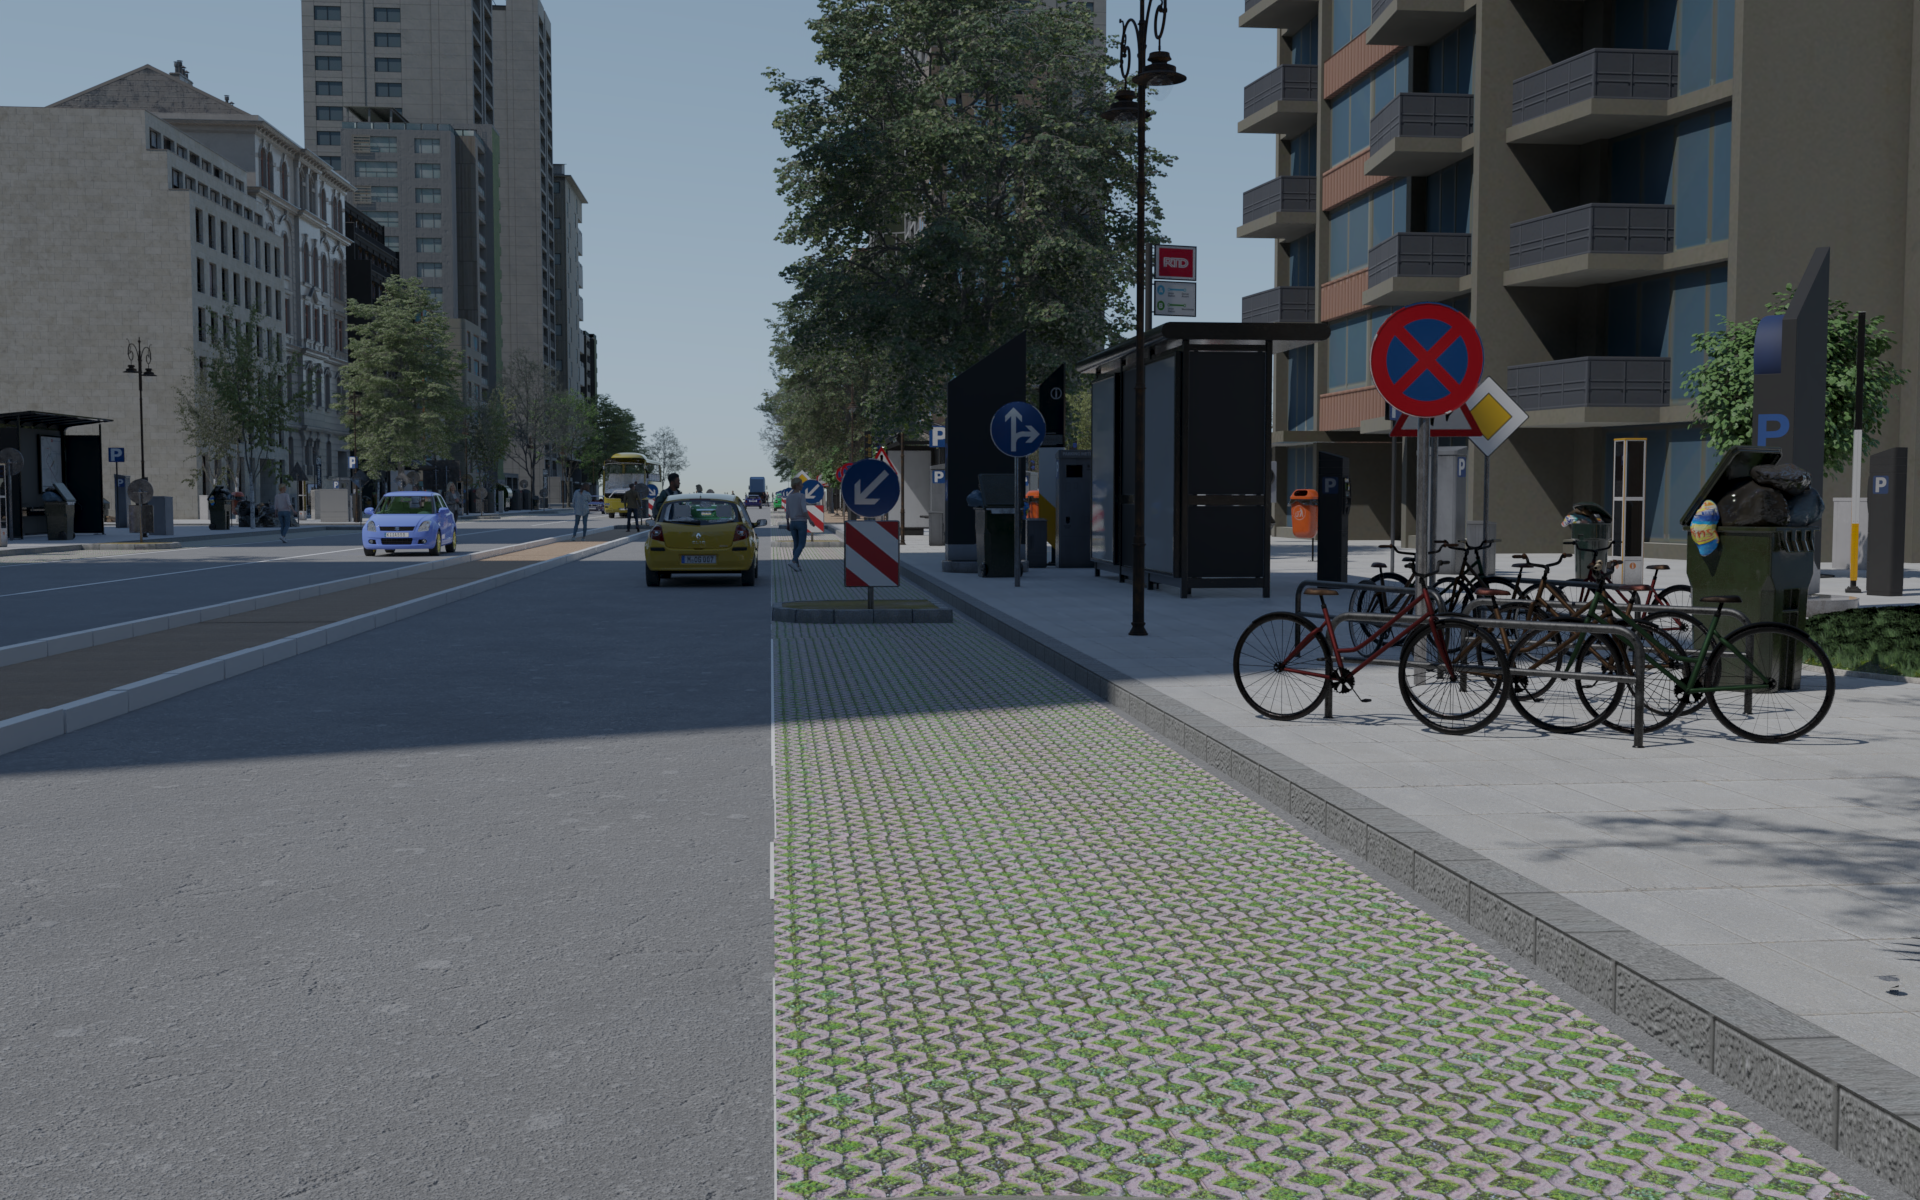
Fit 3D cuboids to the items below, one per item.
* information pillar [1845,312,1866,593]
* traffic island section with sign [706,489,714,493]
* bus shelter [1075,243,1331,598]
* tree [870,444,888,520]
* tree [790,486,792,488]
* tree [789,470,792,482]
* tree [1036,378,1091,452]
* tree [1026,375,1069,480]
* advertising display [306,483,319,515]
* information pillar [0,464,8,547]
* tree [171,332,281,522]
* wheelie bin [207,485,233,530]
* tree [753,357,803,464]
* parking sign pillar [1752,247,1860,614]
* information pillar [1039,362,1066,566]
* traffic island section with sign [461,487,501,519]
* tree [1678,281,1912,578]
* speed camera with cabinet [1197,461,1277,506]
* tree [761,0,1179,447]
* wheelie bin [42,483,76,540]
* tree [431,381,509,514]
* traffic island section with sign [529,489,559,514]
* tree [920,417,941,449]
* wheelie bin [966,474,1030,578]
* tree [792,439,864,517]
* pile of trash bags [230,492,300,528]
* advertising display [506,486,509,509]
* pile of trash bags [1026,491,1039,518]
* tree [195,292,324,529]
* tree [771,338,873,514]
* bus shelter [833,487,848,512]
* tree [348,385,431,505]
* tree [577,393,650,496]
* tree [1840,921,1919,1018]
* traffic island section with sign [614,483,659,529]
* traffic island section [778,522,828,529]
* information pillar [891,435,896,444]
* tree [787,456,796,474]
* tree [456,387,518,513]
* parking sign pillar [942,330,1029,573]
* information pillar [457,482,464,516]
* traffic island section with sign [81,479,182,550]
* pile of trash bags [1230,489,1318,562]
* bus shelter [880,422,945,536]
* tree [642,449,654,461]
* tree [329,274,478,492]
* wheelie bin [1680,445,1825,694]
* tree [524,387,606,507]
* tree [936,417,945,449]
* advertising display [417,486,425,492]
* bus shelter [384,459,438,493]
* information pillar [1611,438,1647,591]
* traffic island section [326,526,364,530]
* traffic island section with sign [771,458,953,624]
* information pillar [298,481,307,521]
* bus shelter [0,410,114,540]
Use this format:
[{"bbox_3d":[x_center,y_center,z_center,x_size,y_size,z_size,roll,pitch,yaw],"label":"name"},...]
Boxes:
[{"bbox_3d":[11.673,-1.907,22.532,0.183,3.616,0.504,2,4,26],"label":"information pillar"},{"bbox_3d":[-22.121,-8.873,153.203,2.006,1.907,1.989,0,4,-6],"label":"traffic island section with sign"},{"bbox_3d":[3.040,-2.924,25.433,2.179,5.291,8.768,0,4,-6],"label":"bus shelter"},{"bbox_3d":[-2.637,-3.899,58.347,1.663,3.219,1.824,0,3,0],"label":"tree"},{"bbox_3d":[-29.583,-19.046,306.004,1.663,3.219,1.824,0,3,0],"label":"tree"},{"bbox_3d":[-10.211,-9.134,133.059,4.285,4.588,4.351,0,3,0],"label":"tree"},{"bbox_3d":[7.260,-9.497,105.646,4.737,8.622,4.395,0,3,0],"label":"tree"},{"bbox_3d":[3.186,-8.582,90.672,4.360,8.622,3.978,0,3,0],"label":"tree"},{"bbox_3d":[-39.502,-6.144,105.662,0.123,1.923,0.974,1,4,20],"label":"advertising display"},{"bbox_3d":[-23.184,-2.275,41.688,0.304,2.012,0.304,0,4,1],"label":"information pillar"},{"bbox_3d":[-32.863,-7.803,77.934,4.360,8.622,3.978,0,3,0],"label":"tree"},{"bbox_3d":[-26.472,-3.308,62.000,0.693,1.594,0.980,0,4,0],"label":"wheelie bin"},{"bbox_3d":[-23.950,-23.510,240.275,12.611,20.169,13.585,0,3,0],"label":"tree"},{"bbox_3d":[8.899,-1.842,18.588,1.447,3.967,1.447,3,5,39],"label":"parking sign pillar"},{"bbox_3d":[1.656,-2.417,30.879,0.504,3.616,0.183,1,4,22],"label":"information pillar"},{"bbox_3d":[-27.326,-5.519,98.864,1.989,1.847,2.006,0,4,-6],"label":"traffic island section with sign"},{"bbox_3d":[12.932,-2.641,26.899,4.285,4.588,4.351,0,3,0],"label":"tree"},{"bbox_3d":[7.353,-3.159,45.983,2.038,3.252,0.660,-1,4,-14],"label":"speed camera with cabinet"},{"bbox_3d":[0.282,-7.956,36.737,9.857,13.997,8.962,0,3,0],"label":"tree"},{"bbox_3d":[-25.099,-2.466,48.226,0.693,1.594,0.980,0,4,-5],"label":"wheelie bin"},{"bbox_3d":[-31.100,-9.896,112.164,4.360,8.622,3.978,0,3,0],"label":"tree"},{"bbox_3d":[-30.338,-7.199,126.325,1.989,1.847,2.006,0,4,-6],"label":"traffic island section with sign"},{"bbox_3d":[-3.393,-10.552,122.881,4.360,8.622,3.978,0,3,0],"label":"tree"},{"bbox_3d":[0.563,-1.155,26.789,0.980,1.594,0.693,-1,4,-15],"label":"wheelie bin"},{"bbox_3d":[-6.589,-7.020,98.499,4.285,4.588,4.351,0,3,0],"label":"tree"},{"bbox_3d":[-27.452,-3.543,67.681,3.447,1.369,1.912,2,4,35],"label":"pile of trash bags"},{"bbox_3d":[-34.731,-7.797,132.696,0.123,1.923,0.974,-2,4,-27],"label":"advertising display"},{"bbox_3d":[2.948,-2.068,43.563,3.447,1.369,1.912,3,5,43],"label":"pile of trash bags"},{"bbox_3d":[-25.910,-6.929,63.659,4.737,8.622,4.395,0,3,0],"label":"tree"},{"bbox_3d":[-8.485,-11.903,112.737,7.486,12.596,7.792,0,3,0],"label":"tree"},{"bbox_3d":[-9.791,-9.993,141.019,2.179,5.291,8.768,0,4,-6],"label":"bus shelter"},{"bbox_3d":[-38.543,-10.160,116.485,4.360,8.622,3.978,0,3,0],"label":"tree"},{"bbox_3d":[-39.848,-16.924,194.829,7.486,12.596,7.792,0,3,0],"label":"tree"},{"bbox_3d":[2.966,-5.718,3.855,12.009,13.543,11.850,0,3,0],"label":"tree"},{"bbox_3d":[-13.145,-3.854,71.145,2.006,1.907,1.989,0,4,-6],"label":"traffic island section with sign"},{"bbox_3d":[-6.494,-3.018,71.629,2.009,0.180,2.903,0,4,-6],"label":"traffic island section"},{"bbox_3d":[-2.461,-4.483,64.653,0.183,3.616,0.504,1,4,16],"label":"information pillar"},{"bbox_3d":[-19.758,-16.394,218.409,4.737,8.622,4.395,0,3,0],"label":"tree"},{"bbox_3d":[-32.100,-10.305,118.843,4.737,8.622,4.395,0,3,0],"label":"tree"},{"bbox_3d":[0.416,-2.452,28.555,1.447,3.967,1.447,0,4,-7],"label":"parking sign pillar"},{"bbox_3d":[-29.683,-6.017,102.869,0.304,2.012,0.304,0,4,-3],"label":"information pillar"},{"bbox_3d":[-21.441,-2.225,45.001,1.989,1.847,2.006,0,4,-6],"label":"traffic island section with sign"},{"bbox_3d":[5.557,-1.467,33.732,1.912,1.369,3.447,-3,5,-44],"label":"pile of trash bags"},{"bbox_3d":[-1.244,-3.491,51.007,2.014,3.302,5.546,0,4,-6],"label":"bus shelter"},{"bbox_3d":[-49.980,-19.827,274.540,4.737,8.622,4.395,0,3,0],"label":"tree"},{"bbox_3d":[-28.727,-10.496,89.738,7.486,12.596,7.792,0,3,0],"label":"tree"},{"bbox_3d":[5.226,-0.213,11.397,0.980,1.594,0.693,-3,4,-38],"label":"wheelie bin"},{"bbox_3d":[-38.372,-14.877,168.994,9.928,11.665,9.643,0,3,0],"label":"tree"},{"bbox_3d":[-0.960,-11.968,146.039,4.737,8.622,4.395,0,3,0],"label":"tree"},{"bbox_3d":[-46.857,-8.860,150.069,0.974,1.923,0.123,-2,4,-35],"label":"advertising display"},{"bbox_3d":[-31.760,-6.501,100.221,2.014,3.302,5.546,0,4,-6],"label":"bus shelter"},{"bbox_3d":[8.851,-1.127,22.925,0.304,2.012,0.304,0,4,-6],"label":"information pillar"},{"bbox_3d":[-24.131,-2.901,69.712,2.009,0.180,2.903,0,4,-6],"label":"traffic island section"},{"bbox_3d":[-1.174,-0.693,19.952,1.989,1.847,2.006,0,4,-6],"label":"traffic island section with sign"},{"bbox_3d":[-31.858,-4.854,83.861,0.304,2.012,0.304,0,4,5],"label":"information pillar"},{"bbox_3d":[-27.245,-3.692,51.652,1.731,3.624,6.357,0,4,-6],"label":"bus shelter"}]
